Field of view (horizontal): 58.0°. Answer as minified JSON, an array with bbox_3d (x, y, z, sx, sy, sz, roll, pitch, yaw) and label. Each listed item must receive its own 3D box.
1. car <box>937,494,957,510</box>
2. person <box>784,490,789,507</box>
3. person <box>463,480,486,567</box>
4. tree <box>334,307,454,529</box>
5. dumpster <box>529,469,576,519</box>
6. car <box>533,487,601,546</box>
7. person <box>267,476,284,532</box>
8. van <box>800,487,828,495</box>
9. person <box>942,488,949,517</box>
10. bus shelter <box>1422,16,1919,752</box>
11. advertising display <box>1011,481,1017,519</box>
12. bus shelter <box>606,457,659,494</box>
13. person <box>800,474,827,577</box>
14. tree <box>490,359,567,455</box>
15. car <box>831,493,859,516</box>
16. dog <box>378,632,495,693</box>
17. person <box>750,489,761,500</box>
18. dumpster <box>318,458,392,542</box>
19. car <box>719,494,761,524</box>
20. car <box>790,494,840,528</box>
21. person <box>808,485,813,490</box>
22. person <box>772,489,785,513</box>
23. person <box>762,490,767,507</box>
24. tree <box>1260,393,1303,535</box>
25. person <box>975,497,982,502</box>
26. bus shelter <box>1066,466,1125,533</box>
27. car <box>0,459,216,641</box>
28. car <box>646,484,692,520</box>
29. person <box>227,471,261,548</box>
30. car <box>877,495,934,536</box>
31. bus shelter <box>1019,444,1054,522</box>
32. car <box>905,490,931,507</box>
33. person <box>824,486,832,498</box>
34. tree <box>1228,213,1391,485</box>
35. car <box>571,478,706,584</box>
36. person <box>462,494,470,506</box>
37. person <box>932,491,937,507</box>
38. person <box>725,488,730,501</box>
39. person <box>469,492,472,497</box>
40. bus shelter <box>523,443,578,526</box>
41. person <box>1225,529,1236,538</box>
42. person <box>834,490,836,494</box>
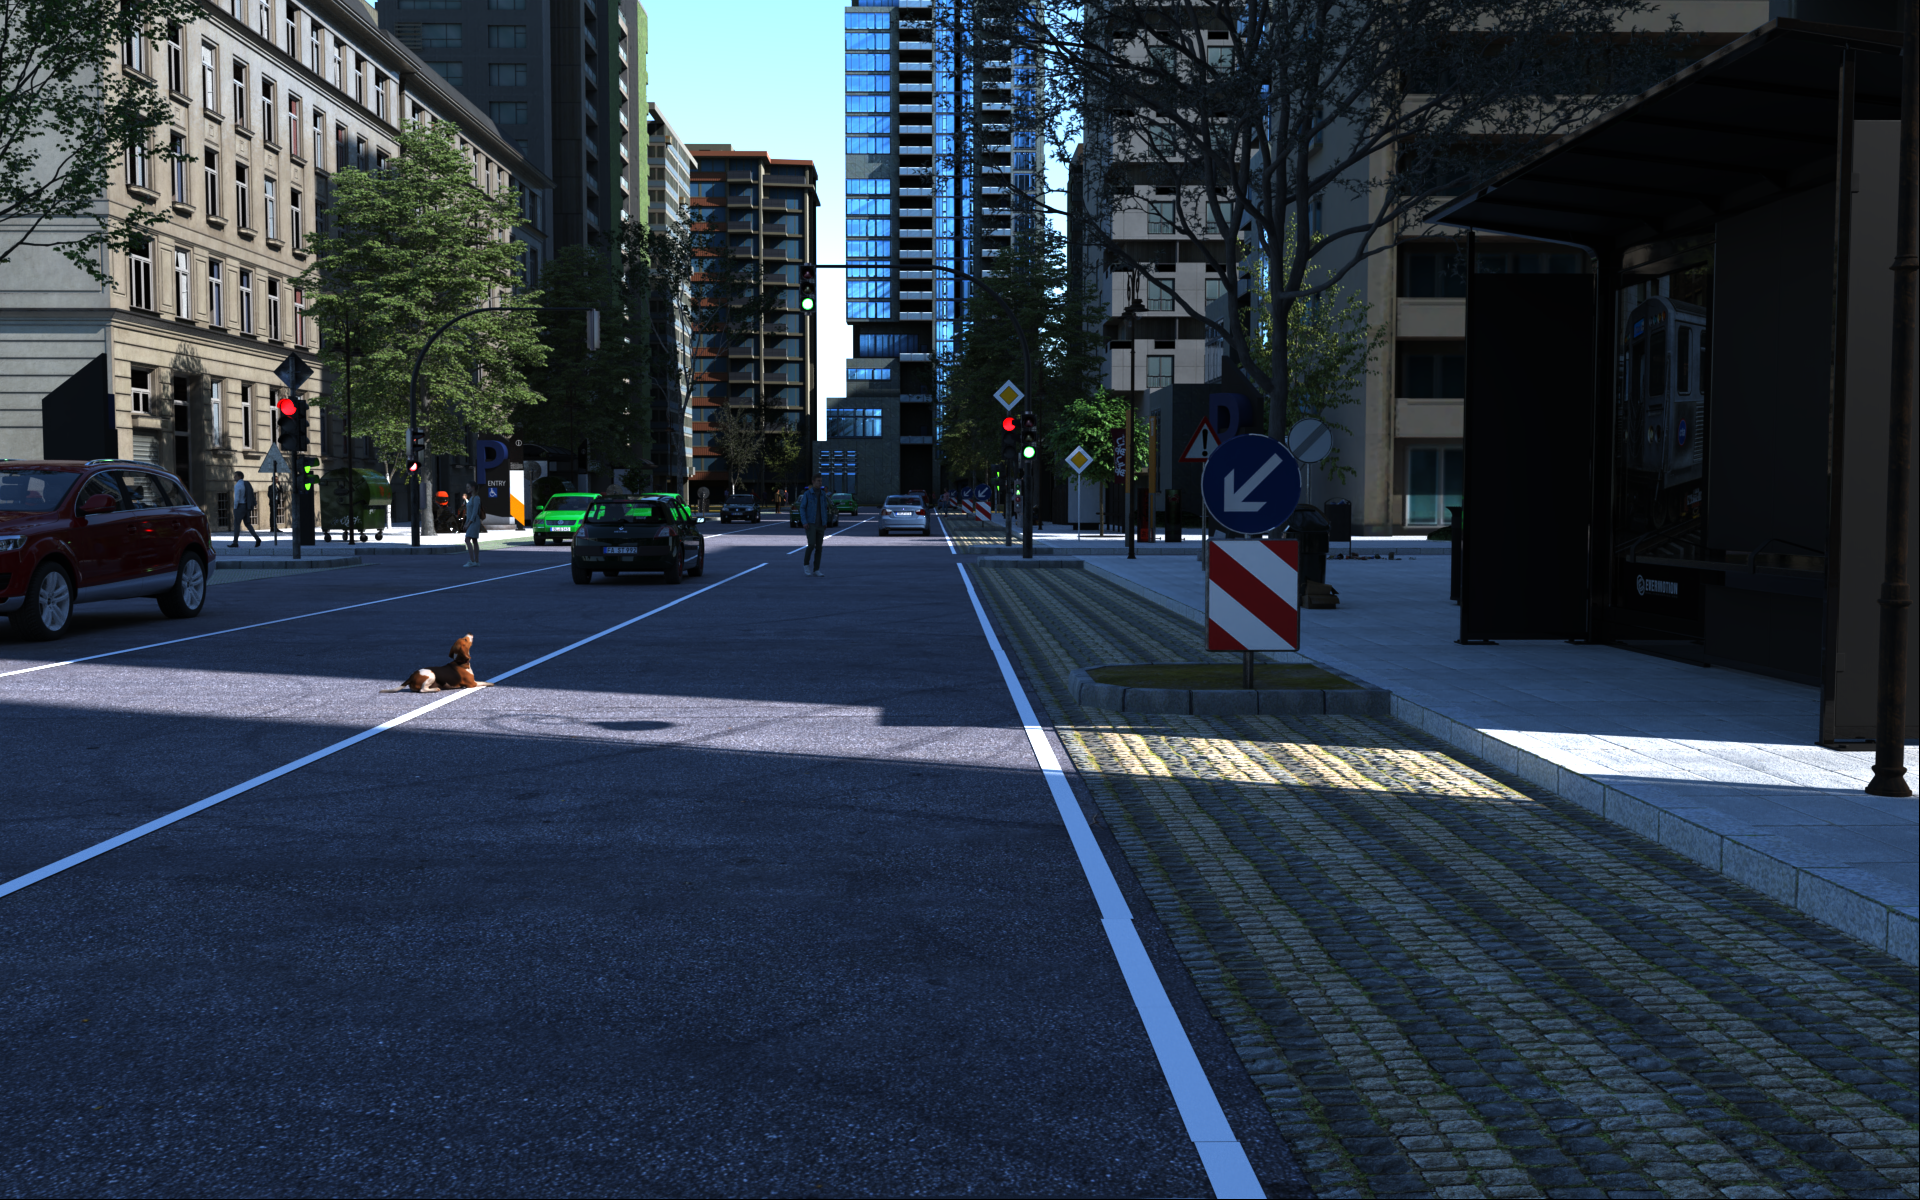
[{"bbox_3d":[-1.182,-9.011,159.324,2.014,1.417,4.499,0,4,-1],"label":"car"},{"bbox_3d":[-17.948,-10.483,178.358,0.530,1.710,0.541,-3,5,-42],"label":"person"},{"bbox_3d":[-9.625,-1.513,34.248,0.522,1.701,0.512,-2,4,-29],"label":"person"},{"bbox_3d":[-20.790,-6.919,63.485,4.737,8.622,4.395,0,3,0],"label":"tree"},{"bbox_3d":[-16.026,-4.013,68.107,1.502,2.255,1.985,0,4,-1],"label":"dumpster"},{"bbox_3d":[-11.017,-2.496,49.604,1.959,1.807,4.718,0,4,-2],"label":"car"},{"bbox_3d":[-23.207,-3.264,58.771,0.474,1.900,0.648,-1,4,-14],"label":"person"},{"bbox_3d":[-11.547,-8.210,138.621,2.240,2.365,5.245,0,4,-1],"label":"van"},{"bbox_3d":[-0.899,-5.998,106.580,0.555,1.821,0.388,3,5,41],"label":"person"},{"bbox_3d":[4.825,-1.248,11.695,1.731,3.624,6.357,0,4,-1],"label":"bus shelter"},{"bbox_3d":[2.978,-5.046,87.717,0.974,1.923,0.123,2,4,28],"label":"advertising display"},{"bbox_3d":[-17.976,-6.203,95.350,2.014,3.302,5.546,0,4,-1],"label":"bus shelter"},{"bbox_3d":[-2.534,-1.300,30.098,0.601,1.785,0.444,-2,4,-33],"label":"person"},{"bbox_3d":[-22.314,-8.485,89.097,4.360,8.622,3.978,0,3,0],"label":"tree"},{"bbox_3d":[-7.709,-6.450,114.255,1.959,1.807,4.718,0,4,0],"label":"car"},{"bbox_3d":[-3.840,0.457,12.717,0.748,0.427,0.550,0,4,-1],"label":"dog"},{"bbox_3d":[-15.003,-7.148,125.314,1.348,1.831,0.705,1,4,10],"label":"person"},{"bbox_3d":[-16.366,-2.706,46.741,1.502,2.255,1.985,0,4,-1],"label":"dumpster"},{"bbox_3d":[-10.797,-4.617,85.279,2.009,1.686,4.222,0,4,-2],"label":"car"},{"bbox_3d":[-6.314,-3.880,75.239,2.131,1.459,4.920,0,4,1],"label":"car"},{"bbox_3d":[-5.685,-3.655,68.474,0.699,1.804,1.509,1,4,22],"label":"person"},{"bbox_3d":[-13.511,-7.339,128.581,1.348,1.812,0.705,3,4,38],"label":"person"},{"bbox_3d":[-19.166,-9.980,170.139,0.541,1.710,0.530,2,4,31],"label":"person"},{"bbox_3d":[9.655,-4.389,55.472,4.285,4.588,4.351,0,3,0],"label":"tree"},{"bbox_3d":[2.060,-9.529,161.849,1.348,1.822,0.705,-1,4,-15],"label":"person"},{"bbox_3d":[4.608,-3.990,59.154,2.014,3.302,5.546,0,4,-1],"label":"bus shelter"},{"bbox_3d":[-9.861,-0.603,18.530,2.281,1.827,5.304,0,4,-1],"label":"car"},{"bbox_3d":[-10.179,-3.036,58.438,1.959,1.807,4.718,0,4,0],"label":"car"},{"bbox_3d":[-17.187,-2.167,41.574,0.850,1.850,0.679,1,4,8],"label":"person"},{"bbox_3d":[-1.903,-2.937,60.029,2.014,1.417,4.499,0,4,0],"label":"car"},{"bbox_3d":[3.496,-5.572,82.384,1.731,3.624,6.357,0,4,-1],"label":"bus shelter"},{"bbox_3d":[-3.700,-8.686,150.681,2.281,1.827,5.304,0,4,-1],"label":"car"},{"bbox_3d":[-6.236,-4.421,80.877,0.616,1.811,0.778,2,4,33],"label":"person"},{"bbox_3d":[8.828,-5.806,45.296,4.737,8.622,4.395,0,3,0],"label":"tree"},{"bbox_3d":[-5.322,-1.170,28.924,2.009,1.686,4.222,0,4,-1],"label":"car"},{"bbox_3d":[-17.525,-3.120,61.337,0.394,1.301,0.425,-3,4,-39],"label":"person"},{"bbox_3d":[-2.733,-10.848,186.581,0.721,1.743,1.217,1,4,15],"label":"person"},{"bbox_3d":[-20.575,-9.046,153.815,0.599,1.838,0.709,2,4,25],"label":"person"},{"bbox_3d":[-22.809,-4.609,81.375,0.573,1.828,0.580,3,4,36],"label":"person"},{"bbox_3d":[-17.319,-4.779,72.060,2.014,3.302,5.546,0,4,-1],"label":"bus shelter"},{"bbox_3d":[5.011,-1.589,31.382,0.474,1.900,0.648,2,4,26],"label":"person"},{"bbox_3d":[-13.141,-10.582,181.532,0.705,1.823,1.348,1,4,14],"label":"person"}]
